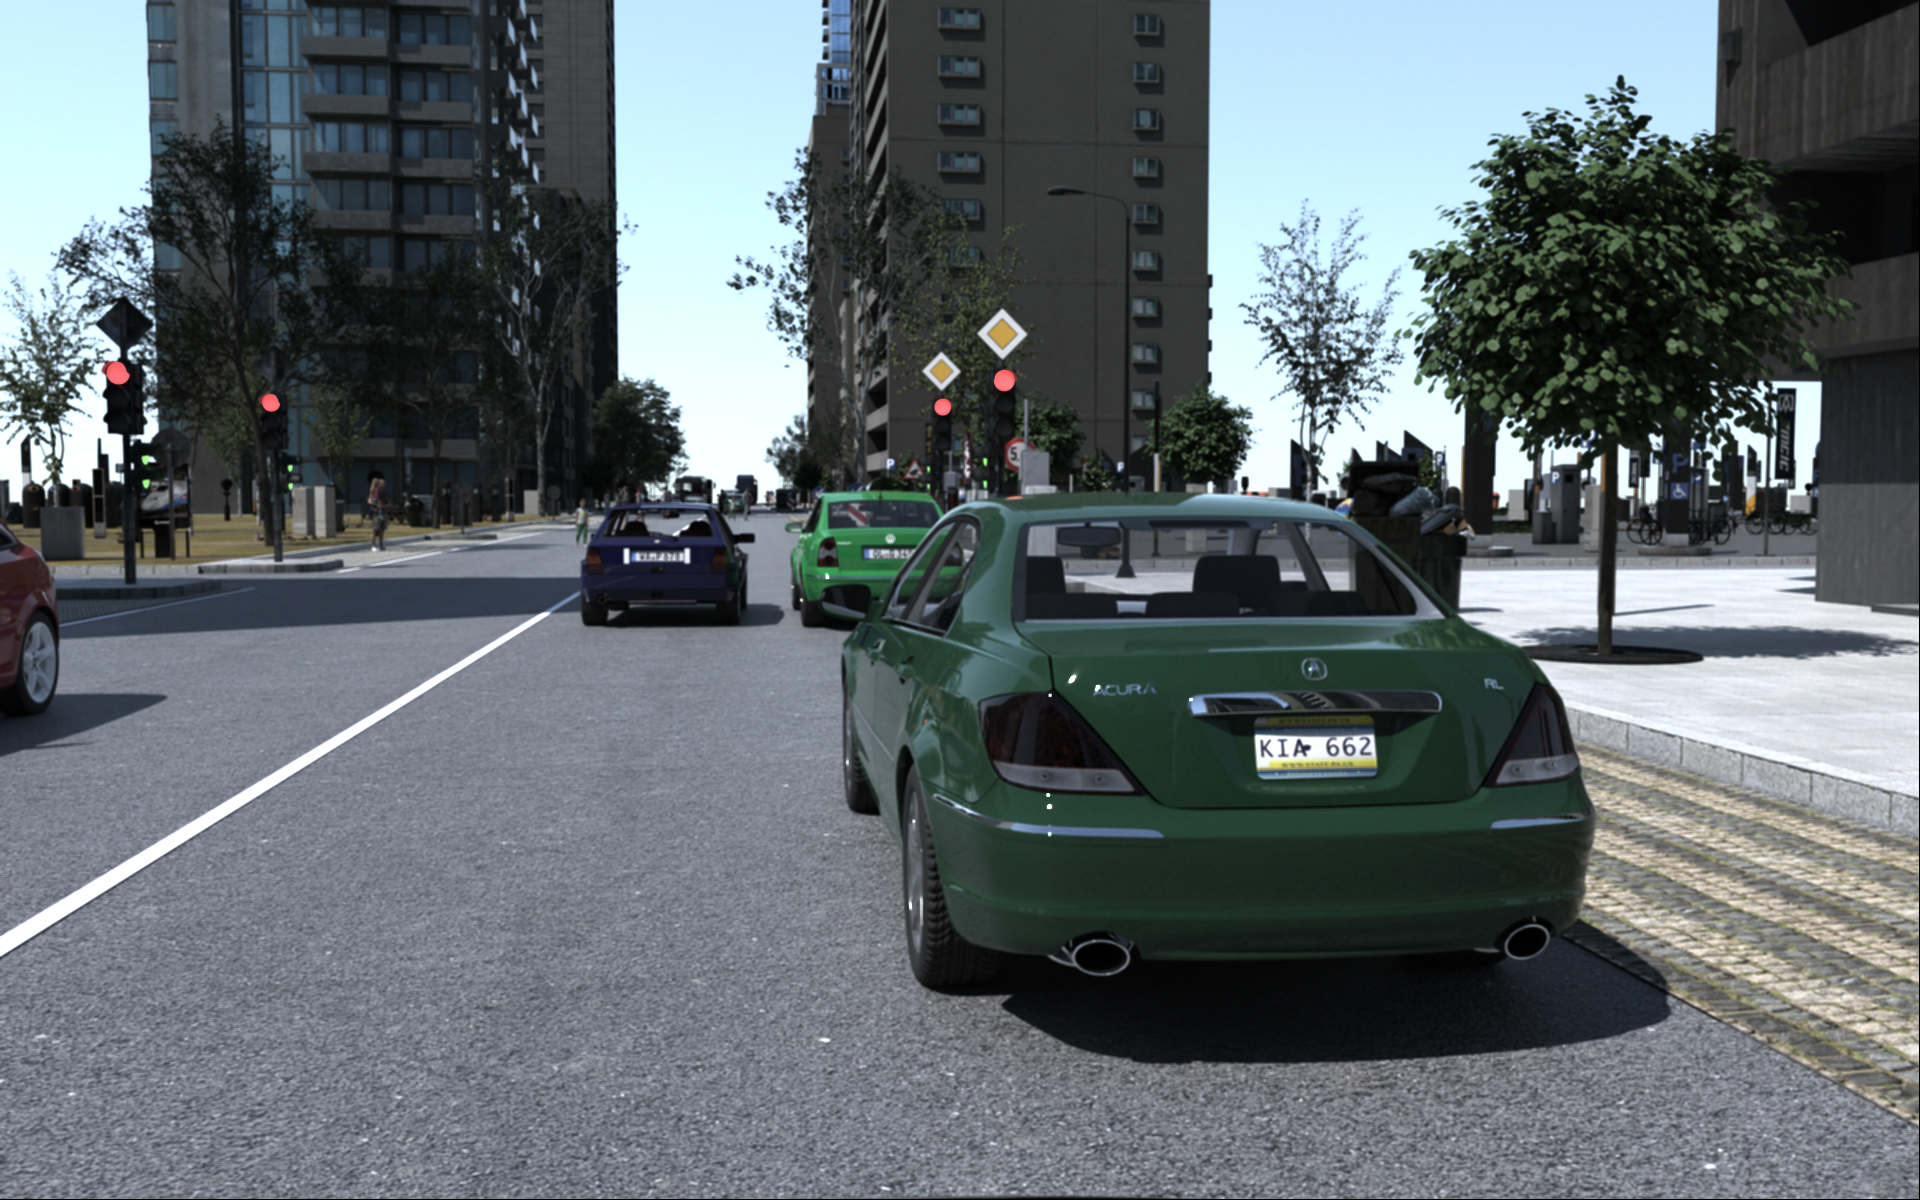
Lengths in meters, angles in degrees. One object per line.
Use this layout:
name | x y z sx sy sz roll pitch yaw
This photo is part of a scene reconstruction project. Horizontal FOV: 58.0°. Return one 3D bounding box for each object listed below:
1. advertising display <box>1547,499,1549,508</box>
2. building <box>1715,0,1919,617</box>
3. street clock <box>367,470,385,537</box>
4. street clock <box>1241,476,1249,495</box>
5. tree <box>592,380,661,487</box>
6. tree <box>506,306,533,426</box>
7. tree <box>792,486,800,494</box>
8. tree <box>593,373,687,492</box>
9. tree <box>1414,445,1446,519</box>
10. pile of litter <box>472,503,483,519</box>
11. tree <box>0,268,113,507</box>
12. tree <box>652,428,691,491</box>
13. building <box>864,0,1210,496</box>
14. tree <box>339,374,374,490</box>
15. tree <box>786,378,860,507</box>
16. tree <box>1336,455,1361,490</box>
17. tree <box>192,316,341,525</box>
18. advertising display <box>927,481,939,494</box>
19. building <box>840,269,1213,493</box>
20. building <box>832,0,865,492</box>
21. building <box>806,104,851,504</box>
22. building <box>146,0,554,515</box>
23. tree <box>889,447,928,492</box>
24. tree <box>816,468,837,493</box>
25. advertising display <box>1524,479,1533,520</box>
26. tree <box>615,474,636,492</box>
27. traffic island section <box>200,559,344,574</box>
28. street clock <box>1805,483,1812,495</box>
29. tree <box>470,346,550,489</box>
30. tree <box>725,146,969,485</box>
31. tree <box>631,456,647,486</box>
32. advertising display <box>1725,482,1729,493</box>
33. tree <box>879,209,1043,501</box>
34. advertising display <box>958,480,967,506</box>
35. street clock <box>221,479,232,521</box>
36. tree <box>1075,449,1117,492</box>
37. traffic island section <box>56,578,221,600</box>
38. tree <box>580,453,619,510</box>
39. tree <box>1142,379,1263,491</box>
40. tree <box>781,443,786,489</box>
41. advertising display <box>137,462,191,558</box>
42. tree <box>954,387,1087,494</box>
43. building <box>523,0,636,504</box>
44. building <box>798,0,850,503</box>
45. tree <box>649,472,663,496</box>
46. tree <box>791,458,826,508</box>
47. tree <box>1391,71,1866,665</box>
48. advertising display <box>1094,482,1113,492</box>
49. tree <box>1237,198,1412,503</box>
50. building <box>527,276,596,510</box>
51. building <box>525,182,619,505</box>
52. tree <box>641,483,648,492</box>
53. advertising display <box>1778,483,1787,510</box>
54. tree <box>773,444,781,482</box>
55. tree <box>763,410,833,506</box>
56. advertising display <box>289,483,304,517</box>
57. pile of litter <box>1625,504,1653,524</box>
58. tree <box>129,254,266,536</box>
advertising display | 28.485 -4.890 85.166 0.974 1.923 0.123 -1 4 -13
building | 15.870 -15.036 17.534 14.160 30.474 14.107 0 4 -7
street clock | -17.589 -2.915 52.223 0.471 2.002 0.358 0 4 -4
street clock | 11.714 -4.077 71.226 0.358 2.002 0.471 1 4 19
tree | -33.714 -15.526 171.979 7.486 12.596 7.792 0 3 0
tree | -19.141 -7.927 64.020 8.767 10.594 7.601 3 5 40
tree | -20.909 -13.991 223.350 1.663 3.219 1.824 0 3 0
tree | -33.959 -16.916 183.227 9.857 13.997 8.962 0 3 0
tree | 18.247 -4.507 68.293 1.663 3.219 1.824 0 3 0
pile of litter | -25.695 -4.691 90.657 1.176 0.858 1.719 -3 5 -39
tree | -29.394 -6.441 55.674 4.737 8.622 4.395 0 3 0
tree | -45.018 -20.765 265.263 9.928 11.665 9.643 0 3 0
building | 4.653 -30.474 121.947 21.300 48.544 21.600 0 4 -7
tree | -37.317 -9.368 103.529 4.737 8.622 4.395 0 3 0
tree | -7.820 -9.693 108.839 4.360 8.622 3.978 0 3 0
tree | 18.926 -5.436 83.485 1.663 3.219 1.824 0 3 0
tree | -28.778 -7.352 70.560 4.737 8.622 4.395 0 3 0
advertising display | -1.232 -4.942 86.009 0.974 1.923 0.123 -3 4 -37
building | 4.326 -18.592 149.016 27.650 21.520 28.899 0 4 -7
building | -2.232 -44.852 171.579 20.563 71.187 20.611 0 4 -7
building | -7.720 -36.040 212.961 21.300 48.544 21.600 0 4 -7
building | -41.576 -30.622 120.286 23.786 49.044 30.456 0 4 -7
tree | -2.112 -4.536 68.757 1.663 3.219 1.824 0 3 0
tree | -9.755 -8.164 128.087 1.663 3.219 1.824 0 3 0
advertising display | 24.254 -4.177 73.514 0.974 1.923 0.123 -3 5 -41
tree | -31.476 -10.252 162.224 1.663 3.219 1.824 0 3 0
traffic island section | -12.889 -0.638 32.713 2.009 0.180 2.903 0 4 -7
street clock | 56.635 -6.790 115.583 0.358 2.002 0.471 -1 4 -21
tree | -22.440 -8.327 86.514 4.360 8.622 3.978 0 3 0
tree | -6.203 -14.620 94.931 12.611 20.169 13.585 0 3 0
tree | -36.167 -15.052 196.457 4.360 8.622 3.978 0 3 0
advertising display | 41.568 -5.401 93.518 0.974 1.923 0.123 -3 5 -43
tree | 0.270 -5.749 44.360 4.737 8.622 4.395 0 3 0
advertising display | -0.138 -4.364 76.567 0.974 1.923 0.123 2 4 30
street clock | -35.142 -4.798 83.020 0.358 2.002 0.471 2 4 32
tree | 5.403 -4.679 71.099 1.663 3.219 1.824 0 3 0
traffic island section | -11.889 -0.153 24.790 2.009 0.180 2.903 0 4 -7
tree | -29.127 -9.538 139.655 4.285 4.588 4.351 0 3 0
tree | 6.920 -4.003 49.158 4.285 4.588 4.351 0 3 0
tree | -14.846 -13.418 169.753 4.360 8.622 3.978 0 3 0
advertising display | -16.007 -1.812 34.833 0.974 1.923 0.123 -1 4 -15
tree | 2.272 -4.258 53.324 4.285 4.588 4.351 0 3 0
building | -52.876 -48.069 224.177 20.563 71.187 20.611 0 4 -7
building | -12.103 -57.451 251.995 22.319 86.520 31.000 0 4 -7
tree | -37.080 -15.734 207.604 4.737 8.622 4.395 0 3 0
tree | -13.478 -10.563 156.422 4.285 4.588 4.351 0 3 0
tree | 5.113 -1.821 13.492 4.285 4.588 4.351 0 3 0
advertising display | 6.382 -4.451 77.988 0.974 1.923 0.123 -1 4 -12
tree | 9.165 -5.733 44.105 4.360 8.622 3.978 0 3 0
building | -47.052 -18.670 150.293 27.650 21.520 28.899 0 4 -7
building | -56.115 -31.217 202.278 32.217 40.220 23.993 0 4 -7
tree | -37.232 -12.745 202.989 1.663 3.219 1.824 0 3 0
advertising display | 48.313 -5.906 101.776 0.974 1.923 0.123 -3 5 -40
tree | -22.502 -17.085 229.698 4.360 8.622 3.978 0 3 0
tree | -17.753 -15.730 191.598 8.767 10.594 7.601 0 4 2
advertising display | -37.757 -5.712 98.605 0.123 1.923 0.974 2 4 26
pile of litter | 28.941 -3.668 73.938 1.719 0.858 1.176 -2 4 -35
tree | -23.794 -6.311 53.547 4.360 8.622 3.978 0 3 0
